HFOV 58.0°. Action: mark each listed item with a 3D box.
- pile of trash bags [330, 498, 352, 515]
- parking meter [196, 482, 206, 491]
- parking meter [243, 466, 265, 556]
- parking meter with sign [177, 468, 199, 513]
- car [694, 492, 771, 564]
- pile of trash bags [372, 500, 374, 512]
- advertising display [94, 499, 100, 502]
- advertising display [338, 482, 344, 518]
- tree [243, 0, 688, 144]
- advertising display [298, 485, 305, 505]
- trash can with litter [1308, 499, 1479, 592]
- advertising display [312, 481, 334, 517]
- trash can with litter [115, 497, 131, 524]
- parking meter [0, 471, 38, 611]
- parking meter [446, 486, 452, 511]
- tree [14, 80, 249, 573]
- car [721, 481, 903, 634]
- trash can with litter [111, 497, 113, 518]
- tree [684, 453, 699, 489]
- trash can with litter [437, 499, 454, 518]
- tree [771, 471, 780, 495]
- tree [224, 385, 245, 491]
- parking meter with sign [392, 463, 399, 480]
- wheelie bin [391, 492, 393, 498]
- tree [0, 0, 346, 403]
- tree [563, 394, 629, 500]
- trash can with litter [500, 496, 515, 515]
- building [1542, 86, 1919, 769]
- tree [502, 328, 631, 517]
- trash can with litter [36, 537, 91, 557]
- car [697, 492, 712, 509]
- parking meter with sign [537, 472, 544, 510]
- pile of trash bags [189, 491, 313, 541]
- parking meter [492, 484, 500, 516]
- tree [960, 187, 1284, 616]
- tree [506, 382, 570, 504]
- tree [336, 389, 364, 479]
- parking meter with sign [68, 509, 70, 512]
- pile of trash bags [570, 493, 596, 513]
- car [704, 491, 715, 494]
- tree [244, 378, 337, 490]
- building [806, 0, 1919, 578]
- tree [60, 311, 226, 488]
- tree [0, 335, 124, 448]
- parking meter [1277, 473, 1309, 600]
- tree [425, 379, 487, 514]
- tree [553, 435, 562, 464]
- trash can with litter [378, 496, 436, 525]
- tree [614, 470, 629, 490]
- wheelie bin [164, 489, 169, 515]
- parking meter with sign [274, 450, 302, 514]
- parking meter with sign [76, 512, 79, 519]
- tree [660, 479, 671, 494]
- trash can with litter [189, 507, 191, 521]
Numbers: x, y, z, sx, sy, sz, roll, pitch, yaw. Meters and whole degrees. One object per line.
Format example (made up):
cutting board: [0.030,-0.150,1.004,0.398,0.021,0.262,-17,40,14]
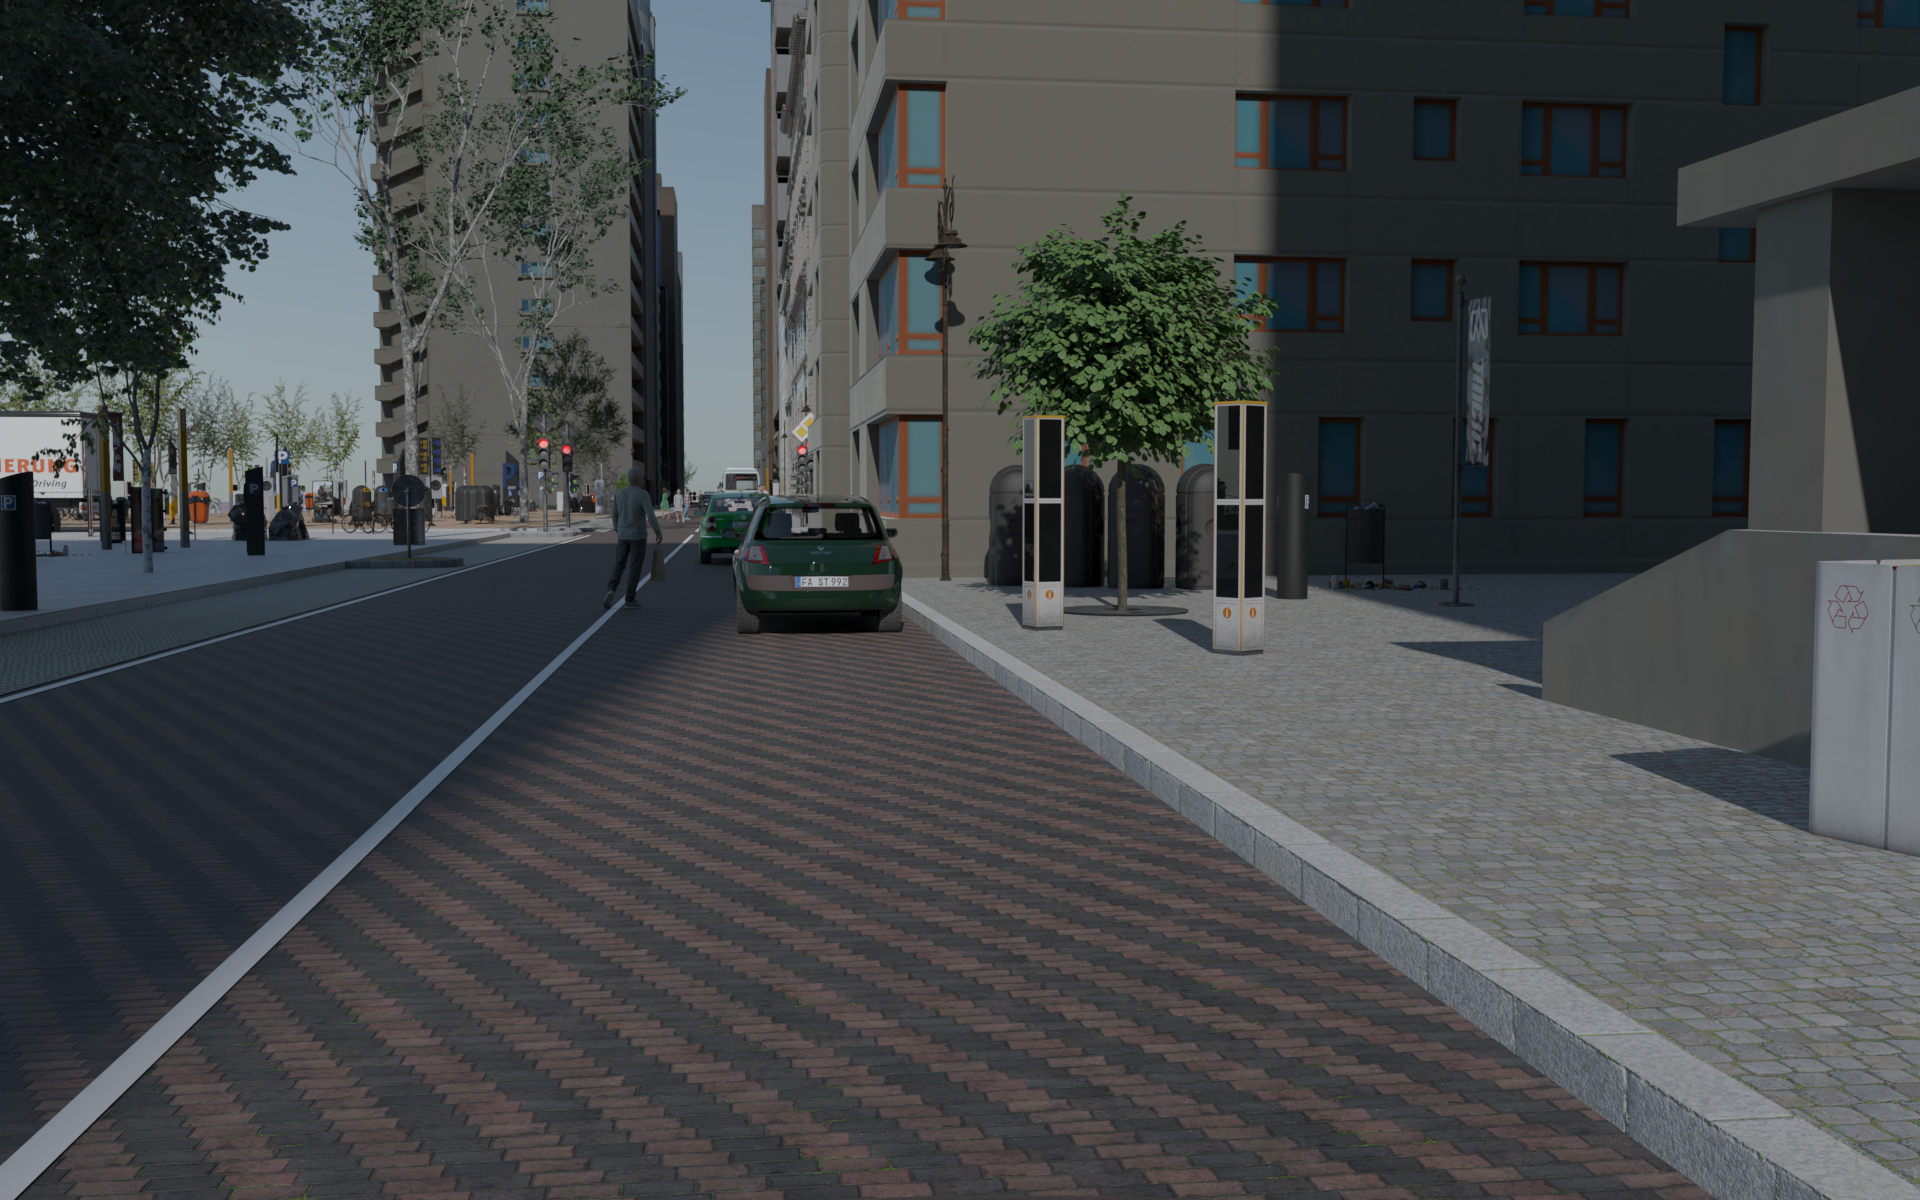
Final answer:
pile of trash bags: [-36.781,-5.633,101.848,3.447,1.369,1.912,0,4,-5]
parking meter: [-38.107,-4.972,87.005,0.399,1.863,0.255,1,4,13]
parking meter: [-14.769,-1.866,36.225,0.399,1.863,0.255,-1,4,-22]
parking meter with sign: [-52.409,-7.395,117.176,1.738,3.016,0.543,-2,4,-30]
car: [-4.693,-1.726,37.022,1.959,1.807,4.718,-1,4,-9]
pile of trash bags: [-44.215,-7.217,127.744,3.447,1.369,1.912,0,4,6]
advertising display: [-63.110,-7.426,126.629,0.123,1.923,0.974,0,4,2]
advertising display: [-33.343,-5.388,93.313,0.123,1.923,0.974,-1,4,-11]
tree: [-14.622,-11.810,48.978,12.611,20.169,13.585,0,3,0]
advertising display: [-48.945,-7.517,128.120,0.974,1.923,0.123,-2,4,-25]
trash can with litter: [5.863,-0.752,23.357,2.233,1.210,1.678,1,4,13]
advertising display: [-30.298,-4.720,82.384,0.974,1.923,0.123,0,4,-2]
trash can with litter: [-36.337,-3.919,75.467,1.055,1.170,0.624,3,5,41]
parking meter: [-10.417,-0.655,19.127,0.372,1.533,0.369,0,3,0]
parking meter: [-39.129,-7.758,132.549,0.255,1.863,0.399,1,4,21]
tree: [-13.485,-4.767,28.302,4.360,8.622,3.978,0,3,0]
car: [-1.640,-0.576,19.205,2.009,1.686,4.222,0,4,-8]
trash can with litter: [-49.375,-5.386,99.125,1.678,1.210,2.233,0,4,2]
tree: [-47.368,-21.234,297.532,4.360,8.622,3.978,0,3,0]
trash can with litter: [-27.784,-5.039,93.439,1.678,1.210,2.233,1,4,23]
tree: [-15.107,-9.176,144.632,1.663,3.219,1.824,0,3,0]
tree: [-48.754,-10.177,116.748,4.737,8.622,4.395,0,3,0]
parking meter with sign: [-31.235,-6.239,98.273,1.738,3.016,0.543,-3,5,-45]
wheelie bin: [-45.346,-7.911,137.249,0.980,1.594,0.693,3,5,43]
tree: [-10.522,-6.684,15.938,9.857,13.997,8.962,0,3,0]
tree: [-25.442,-10.535,122.615,4.360,8.622,3.978,0,3,0]
trash can with litter: [-27.397,-5.684,104.313,0.624,1.170,1.055,3,4,37]
building: [20.486,-19.136,4.748,32.217,40.220,23.993,0,4,-7]
tree: [-21.717,-9.894,96.174,7.601,10.594,8.767,-3,5,-42]
trash can with litter: [-19.362,-1.510,35.749,2.233,1.210,1.678,0,4,0]
car: [-24.156,-9.542,165.793,2.009,1.686,4.222,-1,4,-9]
parking meter with sign: [-32.354,-8.415,133.851,0.543,3.016,1.738,-1,4,-14]
pile of trash bags: [-19.954,-2.367,48.451,3.447,1.369,1.912,0,4,6]
parking meter: [-27.564,-5.951,103.002,0.399,1.863,0.255,1,4,16]
tree: [1.734,-2.145,18.791,4.285,4.588,4.351,0,3,0]
tree: [-26.940,-9.880,111.902,4.737,8.622,4.395,0,3,0]
tree: [-43.527,-10.442,121.082,4.737,8.622,4.395,0,3,0]
parking meter with sign: [-58.706,-7.292,115.493,0.543,3.016,1.738,1,4,15]
pile of trash bags: [-25.691,-6.647,118.426,1.912,1.369,3.447,1,4,14]
car: [-33.280,-13.570,230.545,2.281,1.827,5.304,0,4,-8]
tree: [-42.649,-9.794,110.493,4.737,8.622,4.395,0,3,0]
building: [10.739,-12.039,41.875,27.650,21.520,28.899,0,4,-7]
tree: [-31.439,-7.127,66.890,4.737,8.622,4.395,0,3,0]
tree: [-40.190,-7.689,76.077,4.737,8.622,4.395,0,3,0]
parking meter: [4.072,-0.781,21.185,0.372,1.533,0.369,0,3,0]
tree: [-32.451,-9.837,111.190,4.360,8.622,3.978,0,3,0]
tree: [-29.407,-11.255,134.375,4.360,8.622,3.978,0,3,0]
trash can with litter: [-23.308,-3.747,72.324,2.233,1.210,1.678,-2,4,-32]
tree: [-27.297,-8.910,140.286,1.663,3.219,1.824,0,3,0]
wheelie bin: [-48.974,-6.029,106.475,0.693,1.594,0.980,2,4,35]
parking meter with sign: [-26.549,-4.426,68.622,0.543,3.016,1.738,-3,5,-41]
parking meter with sign: [-45.324,-5.688,89.256,0.543,3.016,1.738,-2,4,-24]
tree: [-36.687,-13.467,214.792,1.663,3.219,1.824,0,3,0]
trash can with litter: [-36.640,-4.362,82.702,1.055,1.170,0.624,-1,4,-11]
